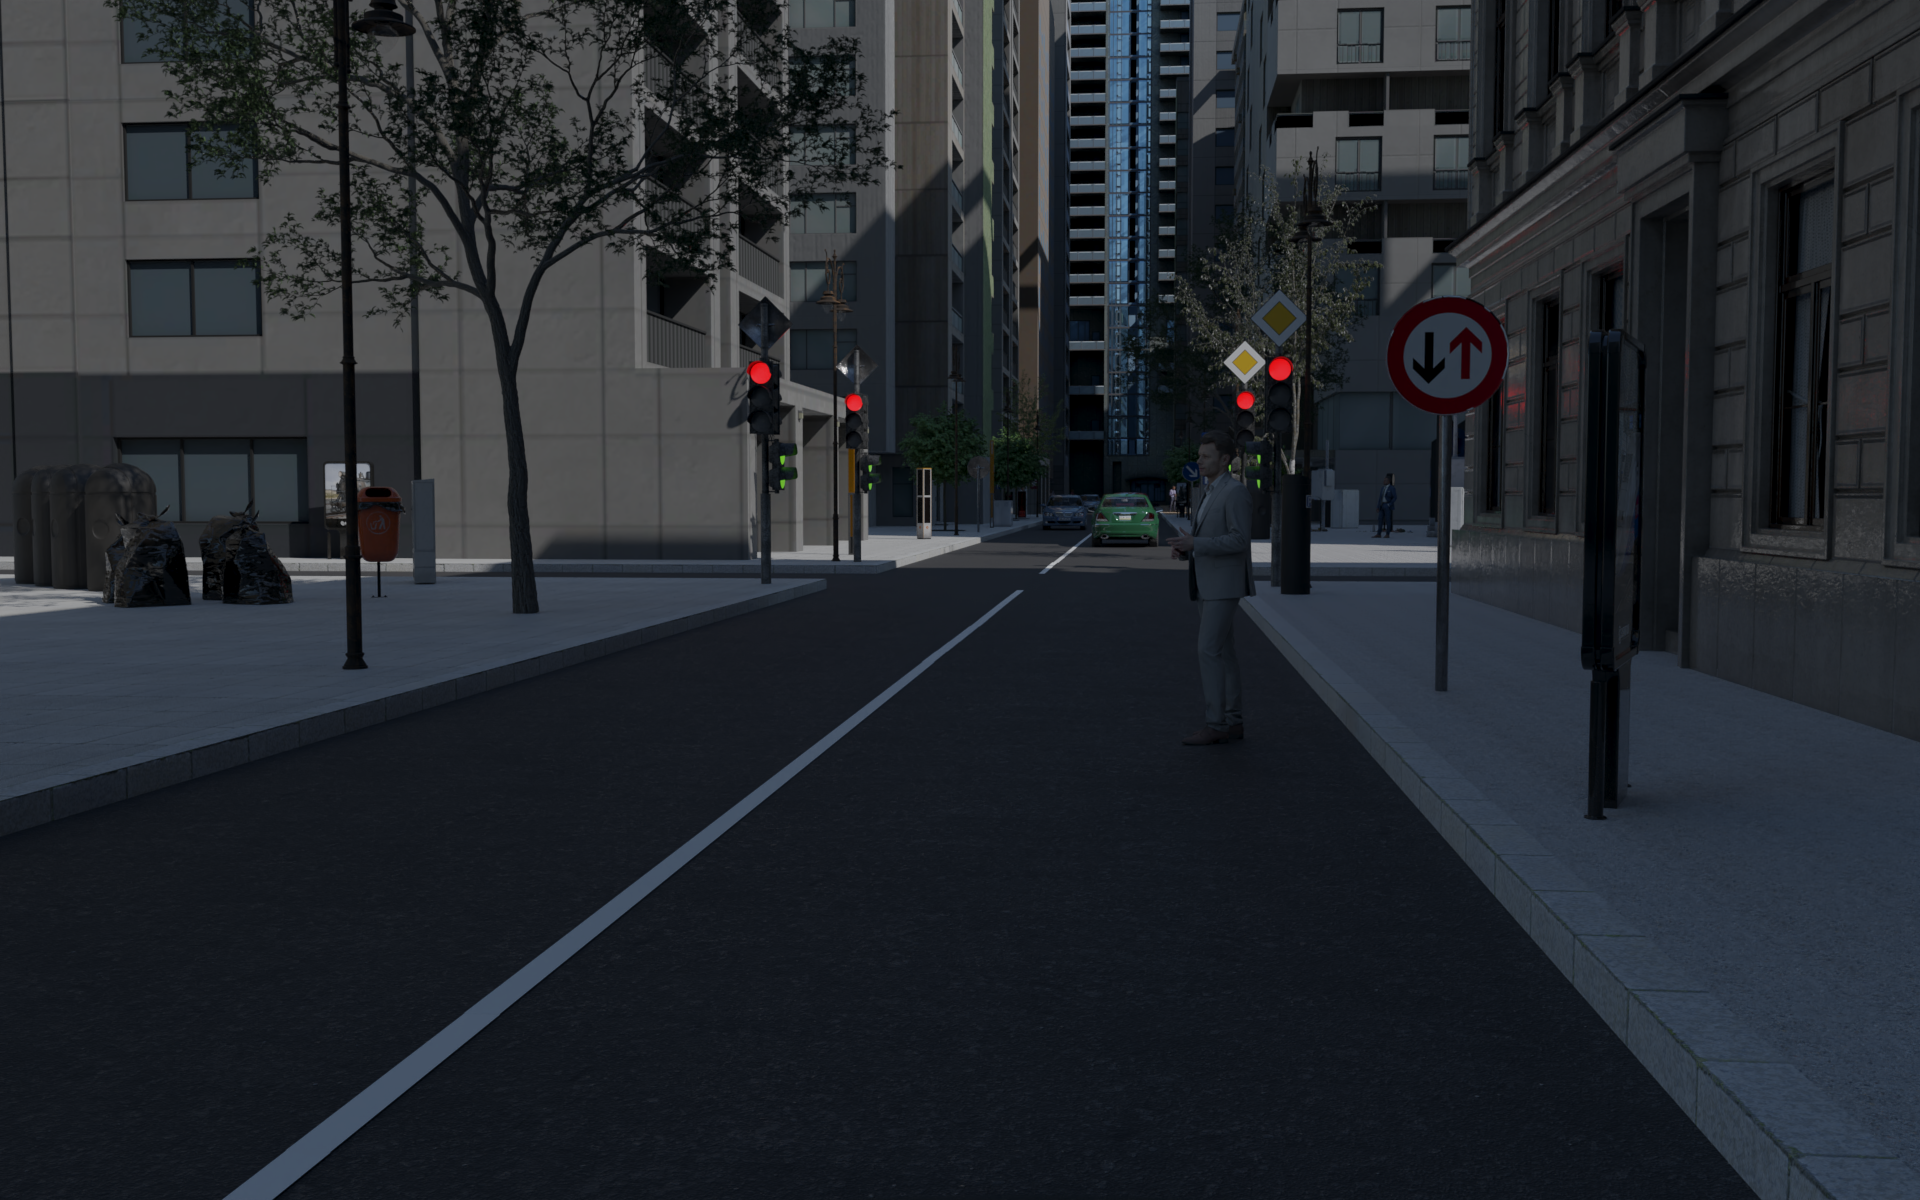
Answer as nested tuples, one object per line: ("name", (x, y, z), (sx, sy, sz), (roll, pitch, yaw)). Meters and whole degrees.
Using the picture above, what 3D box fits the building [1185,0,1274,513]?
("building", (32.410, -26.455, 124.418), (32.217, 40.220, 23.993), (0, 4, 6))

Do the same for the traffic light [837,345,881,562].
("traffic light", (-1.920, -2.671, 32.591), (0.839, 4.253, 0.868), (0, 4, 6))

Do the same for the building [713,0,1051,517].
("building", (-4.260, -41.539, 117.409), (20.563, 71.187, 20.611), (0, 4, 6))

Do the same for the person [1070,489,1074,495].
("person", (11.096, -9.956, 169.537), (0.721, 1.743, 1.217), (2, 4, 23))

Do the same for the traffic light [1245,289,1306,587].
("traffic light", (4.369, -2.141, 23.919), (0.839, 4.253, 0.868), (0, 4, 6))

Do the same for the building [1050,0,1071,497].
("building", (-3.269, -38.543, 172.169), (28.212, 58.520, 21.231), (0, 4, 6))

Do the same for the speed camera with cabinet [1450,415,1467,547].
("speed camera with cabinet", (12.317, -2.966, 42.828), (0.660, 3.252, 2.038), (2, 4, 24))

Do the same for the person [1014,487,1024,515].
("person", (3.694, -6.069, 105.541), (0.850, 1.792, 0.678), (0, 4, -4))

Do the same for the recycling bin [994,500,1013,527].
("recycling bin", (1.686, -3.408, 68.271), (0.722, 1.027, 0.722), (1, 4, 9))

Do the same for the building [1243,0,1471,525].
("building", (28.057, -30.206, 83.113), (28.713, 52.752, 27.495), (0, 4, 6))

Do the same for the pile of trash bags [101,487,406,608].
("pile of trash bags", (-8.456, -0.675, 20.784), (3.447, 1.369, 1.912), (-1, 4, -20))

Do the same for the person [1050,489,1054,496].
("person", (8.415, -9.266, 158.205), (0.551, 1.740, 0.621), (3, 5, 44))

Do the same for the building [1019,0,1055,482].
("building", (0.846, -30.537, 149.383), (14.600, 45.320, 14.200), (0, 4, 6))

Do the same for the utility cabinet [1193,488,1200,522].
("utility cabinet", (8.223, -3.111, 59.539), (0.318, 1.500, 1.173), (0, 4, 1))

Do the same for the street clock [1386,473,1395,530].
("street clock", (15.006, -3.416, 60.416), (0.358, 2.002, 0.471), (2, 4, 25))

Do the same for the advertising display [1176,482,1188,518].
("advertising display", (12.028, -5.417, 93.779), (0.123, 1.923, 0.974), (-2, 4, -28))

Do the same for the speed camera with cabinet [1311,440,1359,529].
("speed camera with cabinet", (13.952, -4.283, 64.359), (2.038, 3.252, 0.660), (-3, 4, -36))

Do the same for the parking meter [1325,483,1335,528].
("parking meter", (14.149, -3.709, 66.348), (0.399, 1.863, 0.255), (1, 4, 19))

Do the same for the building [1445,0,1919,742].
("building", (10.122, -9.042, 12.465), (10.561, 19.102, 19.286), (0, 4, 6))

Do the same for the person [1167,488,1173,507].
("person", (20.317, -9.854, 167.025), (0.709, 1.838, 0.599), (-2, 4, -26))

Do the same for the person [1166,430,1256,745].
("person", (1.419, -0.083, 10.062), (0.583, 1.804, 0.606), (-1, 4, -16))

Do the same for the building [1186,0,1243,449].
("building", (30.395, -37.203, 150.267), (21.231, 58.520, 28.212), (0, 4, 6))

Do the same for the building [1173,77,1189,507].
("building", (28.436, -29.925, 172.865), (14.154, 41.232, 14.086), (0, 4, 6))

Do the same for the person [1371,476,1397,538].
("person", (12.421, -2.712, 50.568), (0.419, 1.800, 0.721), (-3, 5, -39))

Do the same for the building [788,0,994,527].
("building", (-6.184, -23.700, 71.091), (14.154, 41.232, 14.086), (0, 4, 6))

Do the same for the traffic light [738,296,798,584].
("traffic light", (-2.755, -2.185, 24.649), (0.839, 4.253, 0.868), (0, 4, 6))

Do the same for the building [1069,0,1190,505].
("building", (18.050, -54.334, 201.033), (31.000, 86.520, 22.319), (0, 4, 6))

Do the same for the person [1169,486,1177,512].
("person", (15.031, -7.073, 121.552), (0.709, 1.838, 0.599), (-2, 4, -35))

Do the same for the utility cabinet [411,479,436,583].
("utility cabinet", (-7.777, -1.002, 25.068), (0.318, 1.500, 1.173), (-1, 4, -18))

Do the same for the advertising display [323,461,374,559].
("advertising display", (-11.971, -1.758, 33.960), (0.974, 1.923, 0.123), (0, 4, 2))

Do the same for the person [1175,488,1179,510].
("person", (17.748, -8.286, 141.962), (0.568, 1.767, 0.683), (-2, 4, -29))

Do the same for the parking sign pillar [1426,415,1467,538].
("parking sign pillar", (14.612, -3.848, 51.390), (1.447, 3.967, 1.447), (3, 5, 42))

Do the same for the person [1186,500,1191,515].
("person", (13.666, -5.734, 104.068), (0.425, 1.301, 0.394), (1, 4, 15))

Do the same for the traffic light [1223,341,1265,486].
("traffic light", (5.204, -2.626, 31.861), (0.839, 4.253, 0.868), (0, 4, 6))

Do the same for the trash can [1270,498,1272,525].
("trash can", (12.483, -3.616, 70.779), (0.748, 1.137, 0.748), (0, 3, 0))

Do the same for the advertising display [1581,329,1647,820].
("advertising display", (2.710, -0.120, 7.176), (0.123, 1.923, 0.974), (2, 4, 27))

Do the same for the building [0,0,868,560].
("building", (-13.183, -36.974, 42.771), (20.563, 71.187, 20.611), (0, 4, 6))

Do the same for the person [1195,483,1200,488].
("person", (9.693, -3.936, 71.240), (0.643, 1.720, 0.563), (-2, 4, -24))
